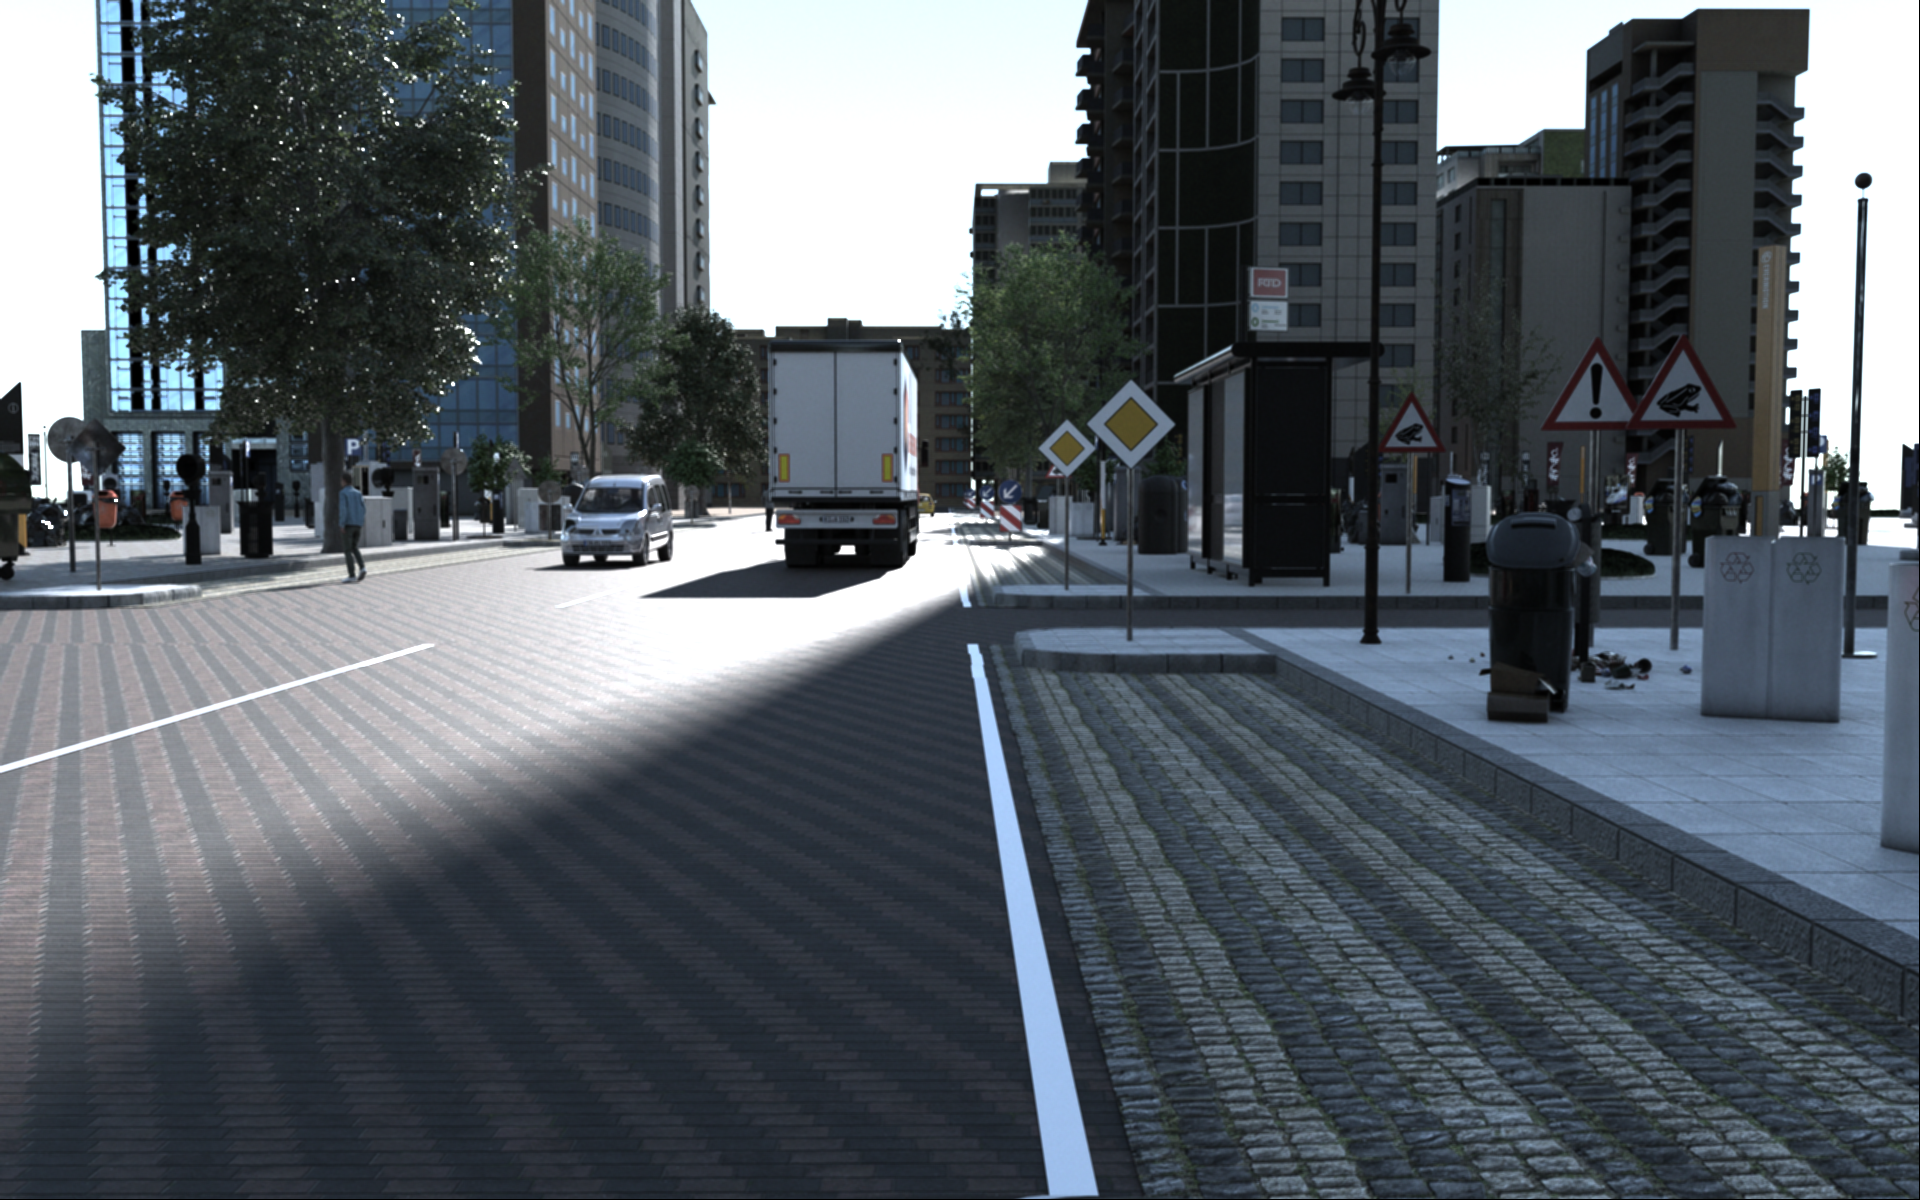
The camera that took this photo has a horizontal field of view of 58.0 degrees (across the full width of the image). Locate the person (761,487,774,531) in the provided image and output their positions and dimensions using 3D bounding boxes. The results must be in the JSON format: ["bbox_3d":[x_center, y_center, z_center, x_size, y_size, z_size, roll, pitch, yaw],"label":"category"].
[{"bbox_3d":[-7.316,-3.541,66.579,0.592,1.802,0.473,3,5,41],"label":"person"}]

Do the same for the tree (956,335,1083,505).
[{"bbox_3d":[3.352,-9.719,93.313,7.601,10.594,8.767,0,4,-2],"label":"tree"}]

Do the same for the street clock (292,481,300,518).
[{"bbox_3d":[-36.235,-5.506,94.600,0.358,2.002,0.471,0,4,4],"label":"street clock"}]

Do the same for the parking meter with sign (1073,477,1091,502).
[{"bbox_3d":[4.602,-3.736,57.341,1.738,3.016,0.543,0,4,0],"label":"parking meter with sign"}]

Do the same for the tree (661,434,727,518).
[{"bbox_3d":[-14.140,-6.654,92.514,4.285,4.588,4.351,0,3,0],"label":"tree"}]

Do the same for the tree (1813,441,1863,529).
[{"bbox_3d":[32.187,-4.211,63.445,1.663,3.219,1.824,0,3,0],"label":"tree"}]

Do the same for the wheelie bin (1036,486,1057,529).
[{"bbox_3d":[3.261,-3.443,64.197,0.693,1.594,0.980,-3,5,-42],"label":"wheelie bin"}]

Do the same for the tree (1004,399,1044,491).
[{"bbox_3d":[4.186,-10.458,121.358,4.360,8.622,3.978,0,3,0],"label":"tree"}]

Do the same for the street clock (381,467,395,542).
[{"bbox_3d":[-15.322,-2.559,46.411,0.358,2.002,0.471,0,4,-2],"label":"street clock"}]

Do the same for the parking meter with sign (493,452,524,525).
[{"bbox_3d":[-18.712,-4.686,72.872,1.738,3.016,0.543,-3,5,-44],"label":"parking meter with sign"}]

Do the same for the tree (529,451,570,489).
[{"bbox_3d":[-18.297,-5.037,76.961,1.663,3.219,1.824,0,3,0],"label":"tree"}]

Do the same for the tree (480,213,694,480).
[{"bbox_3d":[-14.181,-8.561,65.721,9.928,11.665,9.643,0,3,0],"label":"tree"}]

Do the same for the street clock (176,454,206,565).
[{"bbox_3d":[-13.965,-1.647,31.499,0.471,2.002,0.358,1,4,17],"label":"street clock"}]

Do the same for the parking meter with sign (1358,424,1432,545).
[{"bbox_3d":[10.938,-2.893,43.569,1.738,3.016,0.543,1,4,21],"label":"parking meter with sign"}]

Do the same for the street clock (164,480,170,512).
[{"bbox_3d":[-40.454,-5.126,88.377,0.358,2.002,0.471,-1,4,-14],"label":"street clock"}]

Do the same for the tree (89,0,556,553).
[{"bbox_3d":[-13.612,-8.000,37.454,9.857,13.997,8.962,0,3,0],"label":"tree"}]

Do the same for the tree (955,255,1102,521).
[{"bbox_3d":[3.480,-10.035,82.194,7.486,12.596,7.792,0,3,0],"label":"tree"}]

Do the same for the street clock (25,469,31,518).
[{"bbox_3d":[-27.337,-2.812,50.548,0.358,2.002,0.471,0,3,0],"label":"street clock"}]

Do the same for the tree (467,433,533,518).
[{"bbox_3d":[-24.760,-6.688,93.059,4.285,4.588,4.351,0,3,0],"label":"tree"}]

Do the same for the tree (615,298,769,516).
[{"bbox_3d":[-15.275,-11.284,101.509,9.611,12.733,9.660,0,3,0],"label":"tree"}]

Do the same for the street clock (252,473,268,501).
[{"bbox_3d":[-27.384,-3.862,67.707,0.471,2.002,0.358,-2,4,-29],"label":"street clock"}]

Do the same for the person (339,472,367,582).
[{"bbox_3d":[-9.887,-1.182,28.173,0.444,1.785,0.601,2,4,32],"label":"person"}]

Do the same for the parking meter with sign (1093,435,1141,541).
[{"bbox_3d":[4.556,-3.103,46.997,1.738,3.016,0.543,0,4,-6],"label":"parking meter with sign"}]

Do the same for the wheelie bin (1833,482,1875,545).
[{"bbox_3d":[22.735,-2.207,43.999,0.980,1.594,0.693,0,4,4],"label":"wheelie bin"}]

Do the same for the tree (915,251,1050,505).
[{"bbox_3d":[2.547,-17.261,138.102,12.611,20.169,13.585,0,3,0],"label":"tree"}]

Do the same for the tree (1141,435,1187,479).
[{"bbox_3d":[6.493,-3.716,55.362,1.663,3.219,1.824,0,3,0],"label":"tree"}]

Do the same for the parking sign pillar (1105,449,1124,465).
[{"bbox_3d":[8.132,-6.151,89.049,1.447,3.967,1.447,-1,4,-9],"label":"parking sign pillar"}]

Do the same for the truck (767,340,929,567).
[{"bbox_3d":[-2.215,-2.951,37.171,2.839,4.237,11.283,0,4,1],"label":"truck"}]

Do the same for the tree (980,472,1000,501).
[{"bbox_3d":[2.407,-9.527,150.365,1.663,3.219,1.824,0,3,0],"label":"tree"}]

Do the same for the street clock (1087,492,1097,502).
[{"bbox_3d":[4.299,-3.167,56.350,0.358,2.002,0.471,-3,4,-37],"label":"street clock"}]

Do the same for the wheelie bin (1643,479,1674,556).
[{"bbox_3d":[14.832,-1.738,36.329,0.980,1.594,0.693,-2,4,-29],"label":"wheelie bin"}]

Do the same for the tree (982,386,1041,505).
[{"bbox_3d":[3.384,-9.691,108.809,4.737,8.622,4.395,0,3,0],"label":"tree"}]

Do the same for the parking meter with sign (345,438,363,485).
[{"bbox_3d":[-18.899,-3.487,53.278,0.543,3.016,1.738,0,4,0],"label":"parking meter with sign"}]

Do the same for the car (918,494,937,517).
[{"bbox_3d":[-2.469,-6.086,109.724,2.015,1.641,3.980,0,4,0],"label":"car"}]

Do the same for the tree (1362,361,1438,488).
[{"bbox_3d":[24.549,-8.910,96.048,4.737,8.622,4.395,0,3,0],"label":"tree"}]

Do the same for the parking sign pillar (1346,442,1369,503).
[{"bbox_3d":[20.445,-6.128,88.670,1.447,3.967,1.447,3,5,40],"label":"parking sign pillar"}]

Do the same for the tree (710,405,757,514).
[{"bbox_3d":[-15.108,-9.978,113.508,4.737,8.622,4.395,0,3,0],"label":"tree"}]

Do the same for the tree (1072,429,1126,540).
[{"bbox_3d":[3.725,-3.338,49.176,1.663,3.219,1.824,0,3,0],"label":"tree"}]

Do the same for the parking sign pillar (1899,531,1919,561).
[{"bbox_3d":[19.067,-2.756,33.526,1.447,3.967,1.447,0,4,7],"label":"parking sign pillar"}]

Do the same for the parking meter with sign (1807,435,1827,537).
[{"bbox_3d":[25.663,-3.399,51.834,0.543,3.016,1.738,2,4,30],"label":"parking meter with sign"}]

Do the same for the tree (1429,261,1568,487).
[{"bbox_3d":[16.556,-6.371,54.528,4.360,8.622,3.978,0,3,0],"label":"tree"}]

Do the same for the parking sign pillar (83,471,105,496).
[{"bbox_3d":[-48.521,-6.641,97.046,1.447,3.967,1.447,2,4,24],"label":"parking sign pillar"}]

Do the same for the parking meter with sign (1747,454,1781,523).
[{"bbox_3d":[35.154,-4.869,75.875,0.543,3.016,1.738,-1,4,-8],"label":"parking meter with sign"}]

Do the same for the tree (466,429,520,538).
[{"bbox_3d":[-13.934,-3.415,50.437,1.663,3.219,1.824,0,3,0],"label":"tree"}]

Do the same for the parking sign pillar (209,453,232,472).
[{"bbox_3d":[-40.344,-6.486,94.519,1.447,3.967,1.447,2,4,26],"label":"parking sign pillar"}]

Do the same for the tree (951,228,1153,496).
[{"bbox_3d":[3.809,-8.782,69.343,9.928,11.665,9.643,0,3,0],"label":"tree"}]
